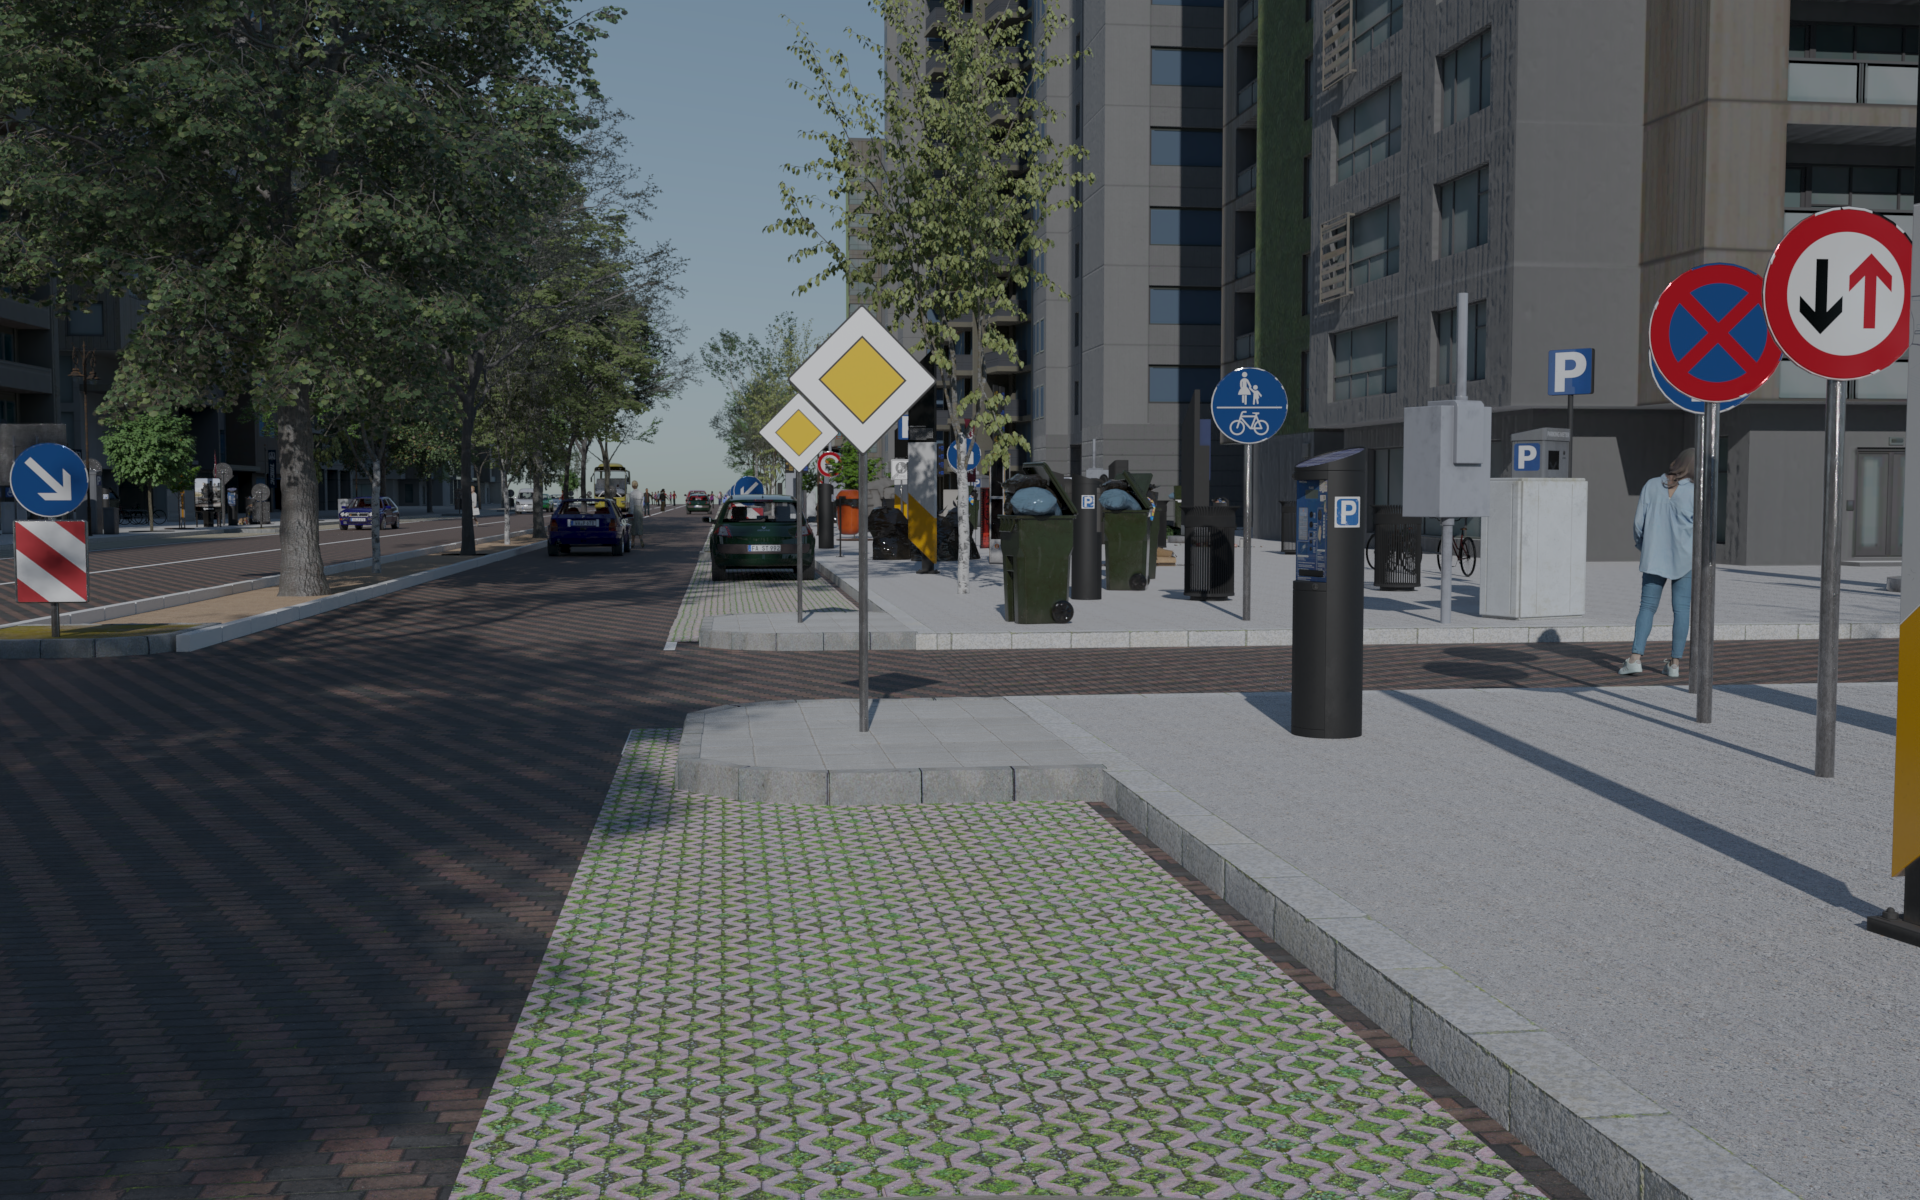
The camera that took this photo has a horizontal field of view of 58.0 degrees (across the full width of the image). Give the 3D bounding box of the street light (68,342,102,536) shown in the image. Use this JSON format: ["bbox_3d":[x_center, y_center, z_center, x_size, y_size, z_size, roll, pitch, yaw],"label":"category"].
[{"bbox_3d":[-26.530,-4.883,52.622,0.468,5.910,1.993,0,4,-8],"label":"street light"}]

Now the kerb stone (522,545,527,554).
[{"bbox_3d":[-10.579,-1.189,41.639,0.120,0.150,1.000,0,4,-8],"label":"kerb stone"}]

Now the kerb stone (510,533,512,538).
[{"bbox_3d":[-14.591,-2.041,55.570,0.120,0.150,1.000,0,4,-8],"label":"kerb stone"}]

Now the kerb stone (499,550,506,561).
[{"bbox_3d":[-10.022,-0.941,37.574,0.120,0.150,1.000,0,4,-8],"label":"kerb stone"}]

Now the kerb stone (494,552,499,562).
[{"bbox_3d":[-9.903,-0.879,36.559,0.120,0.150,1.000,0,4,-8],"label":"kerb stone"}]

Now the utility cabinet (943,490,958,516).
[{"bbox_3d":[-0.289,-4.925,89.208,1.173,1.500,0.318,3,4,36],"label":"utility cabinet"}]

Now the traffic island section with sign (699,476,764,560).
[{"bbox_3d":[-4.789,-1.821,38.405,1.989,1.847,2.006,0,4,-8],"label":"traffic island section with sign"}]

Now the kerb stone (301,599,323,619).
[{"bbox_3d":[-7.677,0.120,20.300,0.120,0.150,1.000,0,4,-8],"label":"kerb stone"}]

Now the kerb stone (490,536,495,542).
[{"bbox_3d":[-14.044,-1.793,51.514,0.120,0.150,1.000,0,4,-8],"label":"kerb stone"}]

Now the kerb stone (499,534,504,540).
[{"bbox_3d":[-14.314,-1.914,53.540,0.120,0.150,1.000,0,4,-8],"label":"kerb stone"}]

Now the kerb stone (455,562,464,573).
[{"bbox_3d":[-9.203,-0.562,31.492,0.120,0.150,1.000,0,4,-8],"label":"kerb stone"}]

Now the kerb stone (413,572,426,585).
[{"bbox_3d":[-8.649,-0.319,27.421,0.120,0.150,1.000,0,4,-8],"label":"kerb stone"}]

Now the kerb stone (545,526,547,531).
[{"bbox_3d":[-16.529,-2.904,69.793,0.120,0.150,1.000,0,4,-8],"label":"kerb stone"}]

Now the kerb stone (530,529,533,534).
[{"bbox_3d":[-15.422,-2.414,61.662,0.120,0.150,1.000,0,4,-8],"label":"kerb stone"}]

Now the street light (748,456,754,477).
[{"bbox_3d":[-19.949,-11.902,167.378,0.468,5.910,1.993,0,4,-8],"label":"street light"}]

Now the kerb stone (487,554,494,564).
[{"bbox_3d":[-9.753,-0.811,35.544,0.120,0.150,1.000,0,4,-8],"label":"kerb stone"}]

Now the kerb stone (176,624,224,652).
[{"bbox_3d":[-7.132,0.364,16.244,0.120,0.150,1.000,0,4,-8],"label":"kerb stone"}]

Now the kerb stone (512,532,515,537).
[{"bbox_3d":[-14.736,-2.104,56.588,0.120,0.150,1.000,0,4,-8],"label":"kerb stone"}]

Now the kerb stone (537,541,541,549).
[{"bbox_3d":[-11.000,-1.374,44.692,0.120,0.150,1.000,0,4,-8],"label":"kerb stone"}]

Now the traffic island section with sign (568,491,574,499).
[{"bbox_3d":[-43.883,-11.437,195.626,1.989,1.847,2.006,0,4,-8],"label":"traffic island section with sign"}]

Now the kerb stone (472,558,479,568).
[{"bbox_3d":[-9.482,-0.692,33.517,0.120,0.150,1.000,0,4,-8],"label":"kerb stone"}]

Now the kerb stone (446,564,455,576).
[{"bbox_3d":[-9.065,-0.506,30.474,0.120,0.150,1.000,0,4,-8],"label":"kerb stone"}]

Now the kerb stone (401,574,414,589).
[{"bbox_3d":[-8.507,-0.257,26.400,0.120,0.150,1.000,0,4,-8],"label":"kerb stone"}]

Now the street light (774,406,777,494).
[{"bbox_3d":[-9.700,-7.238,91.122,0.468,5.910,1.993,0,4,-8],"label":"street light"}]

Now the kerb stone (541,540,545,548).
[{"bbox_3d":[-11.132,-1.436,45.705,0.120,0.150,1.000,0,4,-8],"label":"kerb stone"}]

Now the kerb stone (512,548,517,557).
[{"bbox_3d":[-10.310,-1.065,39.602,0.120,0.150,1.000,0,4,-8],"label":"kerb stone"}]

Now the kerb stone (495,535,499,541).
[{"bbox_3d":[-14.180,-1.855,52.527,0.120,0.150,1.000,0,4,-8],"label":"kerb stone"}]

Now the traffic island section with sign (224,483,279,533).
[{"bbox_3d":[-26.038,-3.405,64.295,1.989,1.847,2.006,0,4,-8],"label":"traffic island section with sign"}]

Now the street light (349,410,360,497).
[{"bbox_3d":[-31.730,-7.229,90.980,0.468,5.910,1.993,0,4,-8],"label":"street light"}]

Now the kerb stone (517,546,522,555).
[{"bbox_3d":[-10.447,-1.120,40.622,0.120,0.150,1.000,0,4,-8],"label":"kerb stone"}]

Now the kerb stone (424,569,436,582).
[{"bbox_3d":[-8.788,-0.382,28.440,0.120,0.150,1.000,0,4,-8],"label":"kerb stone"}]

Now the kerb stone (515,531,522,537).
[{"bbox_3d":[-15.014,-2.228,58.620,0.120,0.150,1.000,0,4,-8],"label":"kerb stone"}]

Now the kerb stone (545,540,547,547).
[{"bbox_3d":[-11.271,-1.500,46.723,0.120,0.150,1.000,0,4,-8],"label":"kerb stone"}]

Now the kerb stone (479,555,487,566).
[{"bbox_3d":[-9.609,-0.754,34.531,0.120,0.150,1.000,0,4,-8],"label":"kerb stone"}]

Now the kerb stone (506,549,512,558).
[{"bbox_3d":[-10.163,-1.003,38.591,0.120,0.150,1.000,0,4,-8],"label":"kerb stone"}]

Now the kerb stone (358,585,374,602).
[{"bbox_3d":[-8.096,-0.071,23.361,0.120,0.150,1.000,0,4,-8],"label":"kerb stone"}]

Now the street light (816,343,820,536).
[{"bbox_3d":[-4.359,-4.921,53.246,0.468,5.910,1.993,0,4,-8],"label":"street light"}]

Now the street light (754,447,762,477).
[{"bbox_3d":[-14.912,-9.582,129.461,0.468,5.910,1.993,0,4,-8],"label":"street light"}]

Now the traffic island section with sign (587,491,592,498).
[{"bbox_3d":[-47.512,-13.071,222.337,1.989,1.847,2.006,0,4,-8],"label":"traffic island section with sign"}]

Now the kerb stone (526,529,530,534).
[{"bbox_3d":[-15.279,-2.352,60.651,0.120,0.150,1.000,0,4,-8],"label":"kerb stone"}]

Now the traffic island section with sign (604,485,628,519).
[{"bbox_3d":[-18.304,-5.038,90.505,2.006,1.907,1.989,0,4,-8],"label":"traffic island section with sign"}]

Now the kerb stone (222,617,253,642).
[{"bbox_3d":[-7.267,0.304,17.257,0.120,0.150,1.000,0,4,-8],"label":"kerb stone"}]

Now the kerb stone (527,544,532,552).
[{"bbox_3d":[-10.721,-1.252,42.659,0.120,0.150,1.000,0,4,-8],"label":"kerb stone"}]

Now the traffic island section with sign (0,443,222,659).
[{"bbox_3d":[-8.176,-0.484,16.049,2.006,1.907,1.989,0,4,-8],"label":"traffic island section with sign"}]

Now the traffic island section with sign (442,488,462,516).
[{"bbox_3d":[-32.633,-6.377,112.889,1.989,1.847,2.006,0,4,-8],"label":"traffic island section with sign"}]

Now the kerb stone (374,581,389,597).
[{"bbox_3d":[-8.233,-0.128,24.374,0.120,0.150,1.000,0,4,-8],"label":"kerb stone"}]

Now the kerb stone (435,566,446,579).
[{"bbox_3d":[-8.924,-0.444,29.456,0.120,0.150,1.000,0,4,-8],"label":"kerb stone"}]

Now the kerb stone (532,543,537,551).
[{"bbox_3d":[-10.859,-1.314,43.672,0.120,0.150,1.000,0,4,-8],"label":"kerb stone"}]

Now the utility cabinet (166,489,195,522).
[{"bbox_3d":[-35.892,-4.348,79.775,1.173,1.500,0.318,-2,4,-33],"label":"utility cabinet"}]

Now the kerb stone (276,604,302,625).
[{"bbox_3d":[-7.545,0.178,19.286,0.120,0.150,1.000,0,4,-8],"label":"kerb stone"}]

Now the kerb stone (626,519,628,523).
[{"bbox_3d":[-17.066,-4.109,89.376,0.120,0.150,1.000,0,4,-8],"label":"kerb stone"}]

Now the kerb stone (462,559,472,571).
[{"bbox_3d":[-9.344,-0.631,32.504,0.120,0.150,1.000,0,4,-8],"label":"kerb stone"}]

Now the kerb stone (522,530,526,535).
[{"bbox_3d":[-15.144,-2.285,59.638,0.120,0.150,1.000,0,4,-8],"label":"kerb stone"}]

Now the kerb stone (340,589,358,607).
[{"bbox_3d":[-7.960,-0.008,22.333,0.120,0.150,1.000,0,4,-8],"label":"kerb stone"}]

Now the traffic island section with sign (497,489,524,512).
[{"bbox_3d":[-36.325,-8.036,140.017,1.989,1.847,2.006,0,4,-8],"label":"traffic island section with sign"}]

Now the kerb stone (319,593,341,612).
[{"bbox_3d":[-7.819,0.055,21.320,0.120,0.150,1.000,0,4,-8],"label":"kerb stone"}]

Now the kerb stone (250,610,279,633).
[{"bbox_3d":[-7.406,0.243,18.274,0.120,0.150,1.000,0,4,-8],"label":"kerb stone"}]

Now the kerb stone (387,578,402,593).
[{"bbox_3d":[-8.366,-0.195,25.387,0.120,0.150,1.000,0,4,-8],"label":"kerb stone"}]
